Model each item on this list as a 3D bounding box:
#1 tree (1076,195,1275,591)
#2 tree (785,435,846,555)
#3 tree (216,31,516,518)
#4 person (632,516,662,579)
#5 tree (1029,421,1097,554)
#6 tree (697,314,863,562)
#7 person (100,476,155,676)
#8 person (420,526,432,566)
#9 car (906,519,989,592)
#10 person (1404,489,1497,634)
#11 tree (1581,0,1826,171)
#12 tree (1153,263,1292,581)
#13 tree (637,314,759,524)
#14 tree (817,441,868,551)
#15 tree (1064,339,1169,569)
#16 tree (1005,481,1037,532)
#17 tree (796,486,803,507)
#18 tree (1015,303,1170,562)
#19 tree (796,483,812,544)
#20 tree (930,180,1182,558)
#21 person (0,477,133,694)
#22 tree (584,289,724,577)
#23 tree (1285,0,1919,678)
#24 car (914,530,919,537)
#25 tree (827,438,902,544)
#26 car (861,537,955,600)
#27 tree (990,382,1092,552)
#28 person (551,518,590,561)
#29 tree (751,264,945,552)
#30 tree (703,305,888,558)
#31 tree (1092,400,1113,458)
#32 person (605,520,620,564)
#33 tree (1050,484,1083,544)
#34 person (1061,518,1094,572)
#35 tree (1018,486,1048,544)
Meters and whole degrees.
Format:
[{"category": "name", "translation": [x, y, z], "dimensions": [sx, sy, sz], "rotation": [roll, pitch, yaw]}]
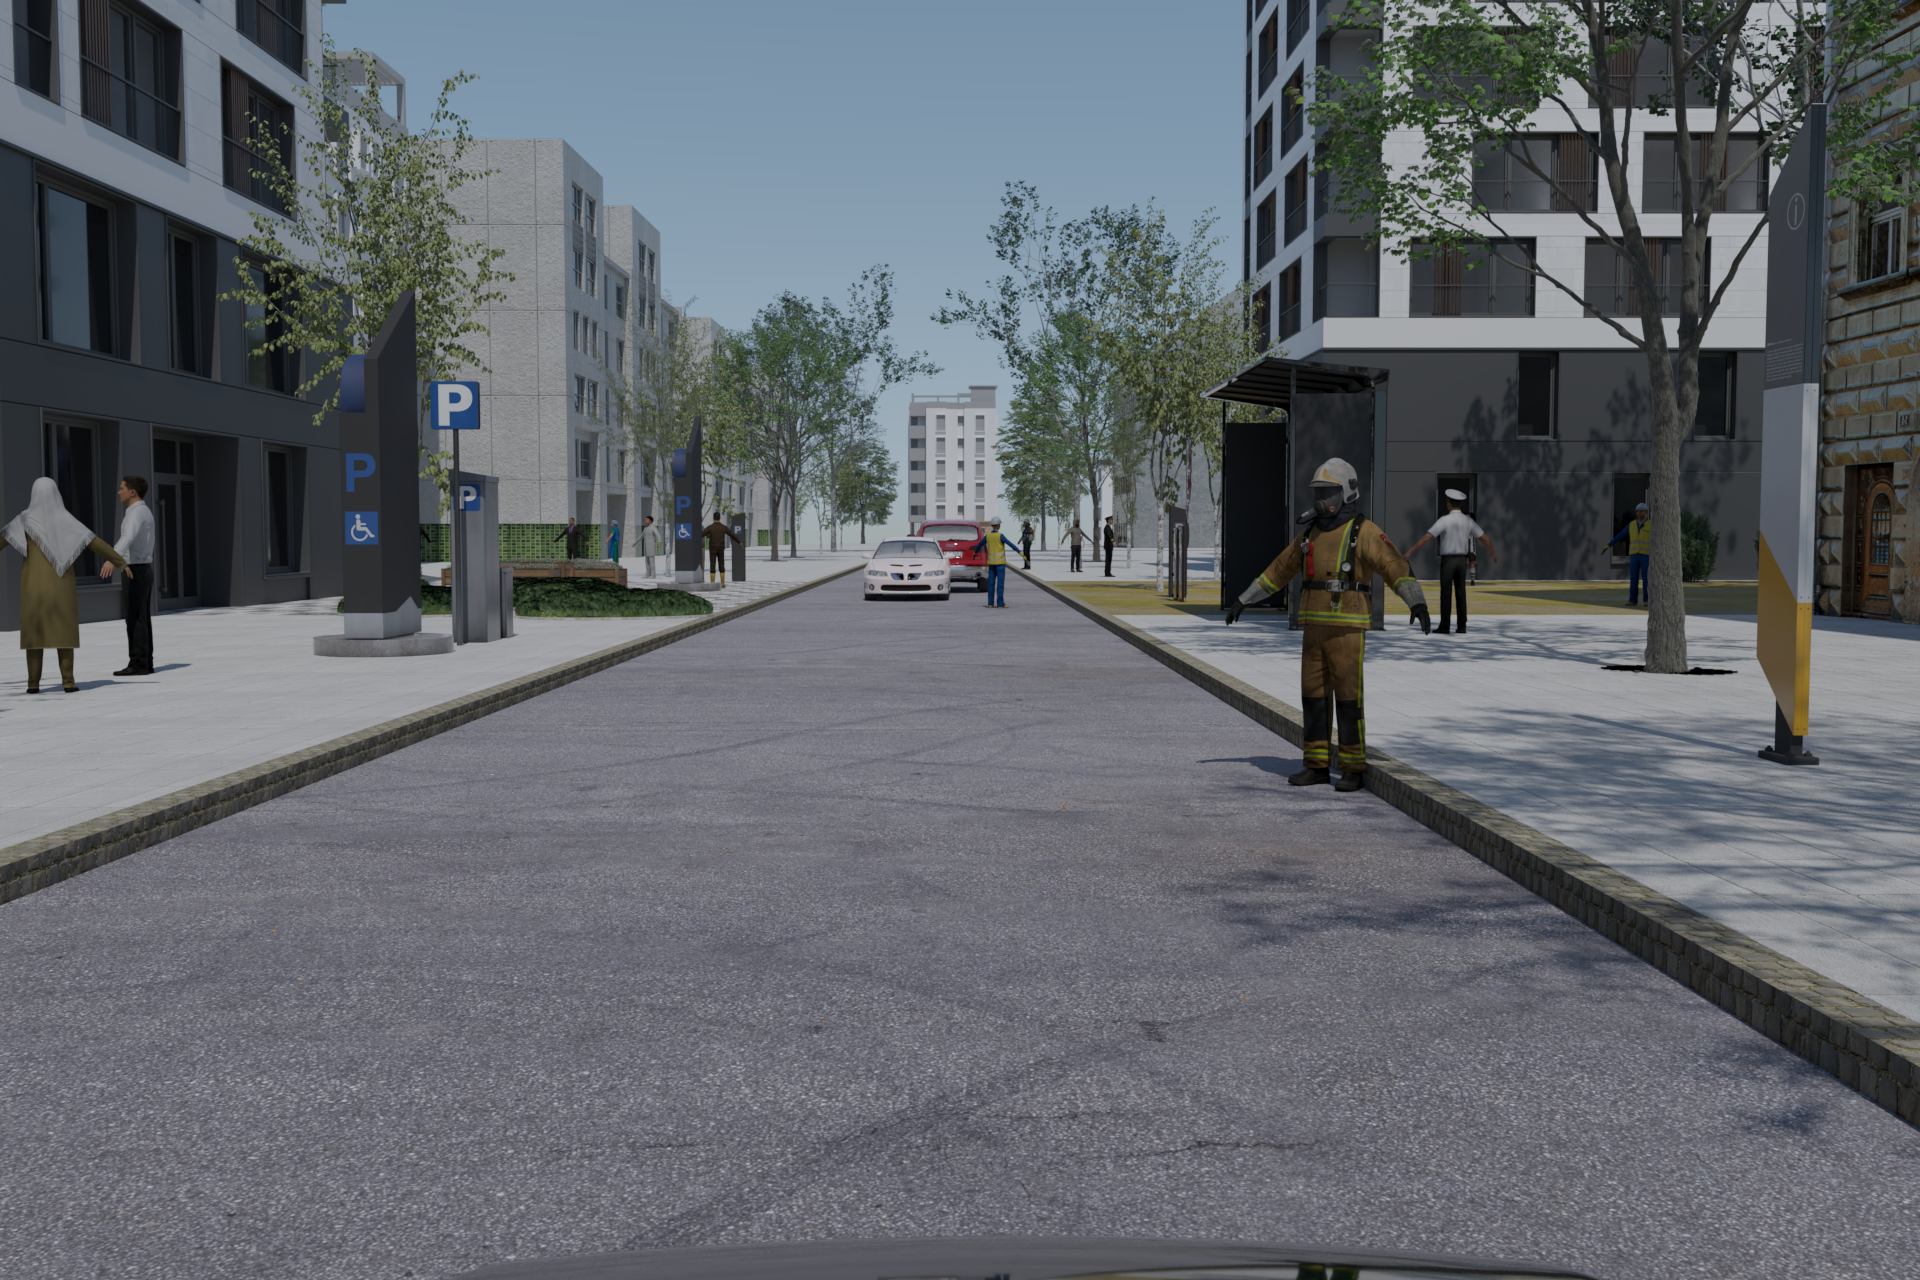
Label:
[{"category": "tree", "translation": [4.731, -5.401, 38.672], "dimensions": [4.737, 8.622, 4.395], "rotation": [0, 3, 0]}, {"category": "tree", "translation": [-8.531, -9.661, 108.323], "dimensions": [4.360, 8.622, 3.978], "rotation": [0, 3, 0]}, {"category": "tree", "translation": [-8.483, -4.607, 25.683], "dimensions": [4.737, 8.622, 4.395], "rotation": [0, 3, 0]}, {"category": "person", "translation": [-8.952, -2.670, 49.843], "dimensions": [1.347, 1.806, 0.705], "rotation": [3, 5, 44]}, {"category": "tree", "translation": [6.131, -9.822, 110.947], "dimensions": [4.360, 8.622, 3.978], "rotation": [0, 3, 0]}, {"category": "tree", "translation": [-8.491, -9.471, 80.604], "dimensions": [9.928, 11.665, 9.643], "rotation": [0, 3, 0]}, {"category": "person", "translation": [-7.537, -0.589, 15.788], "dimensions": [0.704, 1.810, 1.344], "rotation": [-1, 4, -12]}, {"category": "person", "translation": [-16.123, -2.752, 51.186], "dimensions": [0.705, 1.806, 1.347], "rotation": [2, 4, 33]}, {"category": "car", "translation": [-0.243, -2.166, 44.091], "dimensions": [2.281, 1.827, 5.304], "rotation": [0, 4, 0]}, {"category": "person", "translation": [6.342, -1.010, 22.307], "dimensions": [1.343, 1.855, 0.704], "rotation": [-1, 4, -13]}, {"category": "tree", "translation": [16.967, -11.010, 35.905], "dimensions": [12.611, 20.169, 13.585], "rotation": [0, 3, 0]}, {"category": "tree", "translation": [7.062, -5.901, 46.836], "dimensions": [4.737, 8.622, 4.395], "rotation": [0, 3, 0]}, {"category": "tree", "translation": [-8.651, -6.554, 57.525], "dimensions": [4.737, 8.622, 4.395], "rotation": [0, 3, 0]}, {"category": "tree", "translation": [-9.093, -11.141, 132.511], "dimensions": [4.737, 8.622, 4.395], "rotation": [0, 3, 0]}, {"category": "tree", "translation": [6.522, -6.972, 64.361], "dimensions": [4.360, 8.622, 3.978], "rotation": [0, 3, 0]}, {"category": "tree", "translation": [8.028, -16.767, 224.505], "dimensions": [4.737, 8.622, 4.395], "rotation": [0, 3, 0]}, {"category": "tree", "translation": [-22.442, -16.712, 223.604], "dimensions": [4.737, 8.622, 4.395], "rotation": [0, 3, 0]}, {"category": "tree", "translation": [6.093, -9.365, 78.867], "dimensions": [9.928, 11.665, 9.643], "rotation": [0, 3, 0]}, {"category": "tree", "translation": [-20.557, -16.416, 218.770], "dimensions": [4.737, 8.622, 4.395], "rotation": [0, 3, 0]}, {"category": "tree", "translation": [5.210, -14.548, 93.745], "dimensions": [12.611, 20.169, 13.585], "rotation": [0, 3, 0]}, {"category": "person", "translation": [-7.371, -0.443, 14.023], "dimensions": [1.217, 1.736, 0.721], "rotation": [-1, 4, -21]}, {"category": "tree", "translation": [-8.480, -6.181, 51.425], "dimensions": [4.360, 8.622, 3.978], "rotation": [0, 3, 0]}, {"category": "tree", "translation": [6.578, -5.511, 15.868], "dimensions": [9.928, 11.665, 9.643], "rotation": [0, 3, 0]}, {"category": "car", "translation": [-2.314, -7.109, 124.907], "dimensions": [2.281, 1.827, 5.304], "rotation": [0, 3, 0]}, {"category": "tree", "translation": [-12.431, -19.374, 223.419], "dimensions": [9.857, 13.997, 8.962], "rotation": [0, 3, 0]}, {"category": "car", "translation": [-1.145, -1.625, 38.930], "dimensions": [2.083, 1.381, 4.827], "rotation": [0, 3, 0]}, {"category": "tree", "translation": [6.005, -12.653, 125.008], "dimensions": [7.486, 12.596, 7.792], "rotation": [0, 3, 0]}, {"category": "person", "translation": [-12.263, -2.965, 54.701], "dimensions": [1.346, 1.802, 0.704], "rotation": [1, 4, 16]}, {"category": "tree", "translation": [-7.517, -16.178, 120.392], "dimensions": [12.611, 20.169, 13.585], "rotation": [0, 3, 0]}, {"category": "tree", "translation": [-9.012, -11.164, 92.895], "dimensions": [12.009, 13.543, 11.850], "rotation": [0, 3, 0]}, {"category": "tree", "translation": [23.243, -22.396, 222.062], "dimensions": [12.611, 20.169, 13.585], "rotation": [0, 3, 0]}, {"category": "person", "translation": [-13.259, -3.686, 66.385], "dimensions": [0.704, 1.817, 1.347], "rotation": [1, 4, 9]}, {"category": "tree", "translation": [13.821, -16.776, 224.644], "dimensions": [4.737, 8.622, 4.395], "rotation": [0, 3, 0]}, {"category": "person", "translation": [3.897, -3.173, 58.010], "dimensions": [1.348, 1.813, 0.705], "rotation": [-2, 4, -32]}, {"category": "tree", "translation": [9.710, -16.429, 218.979], "dimensions": [4.360, 8.622, 3.978], "rotation": [0, 3, 0]}]
